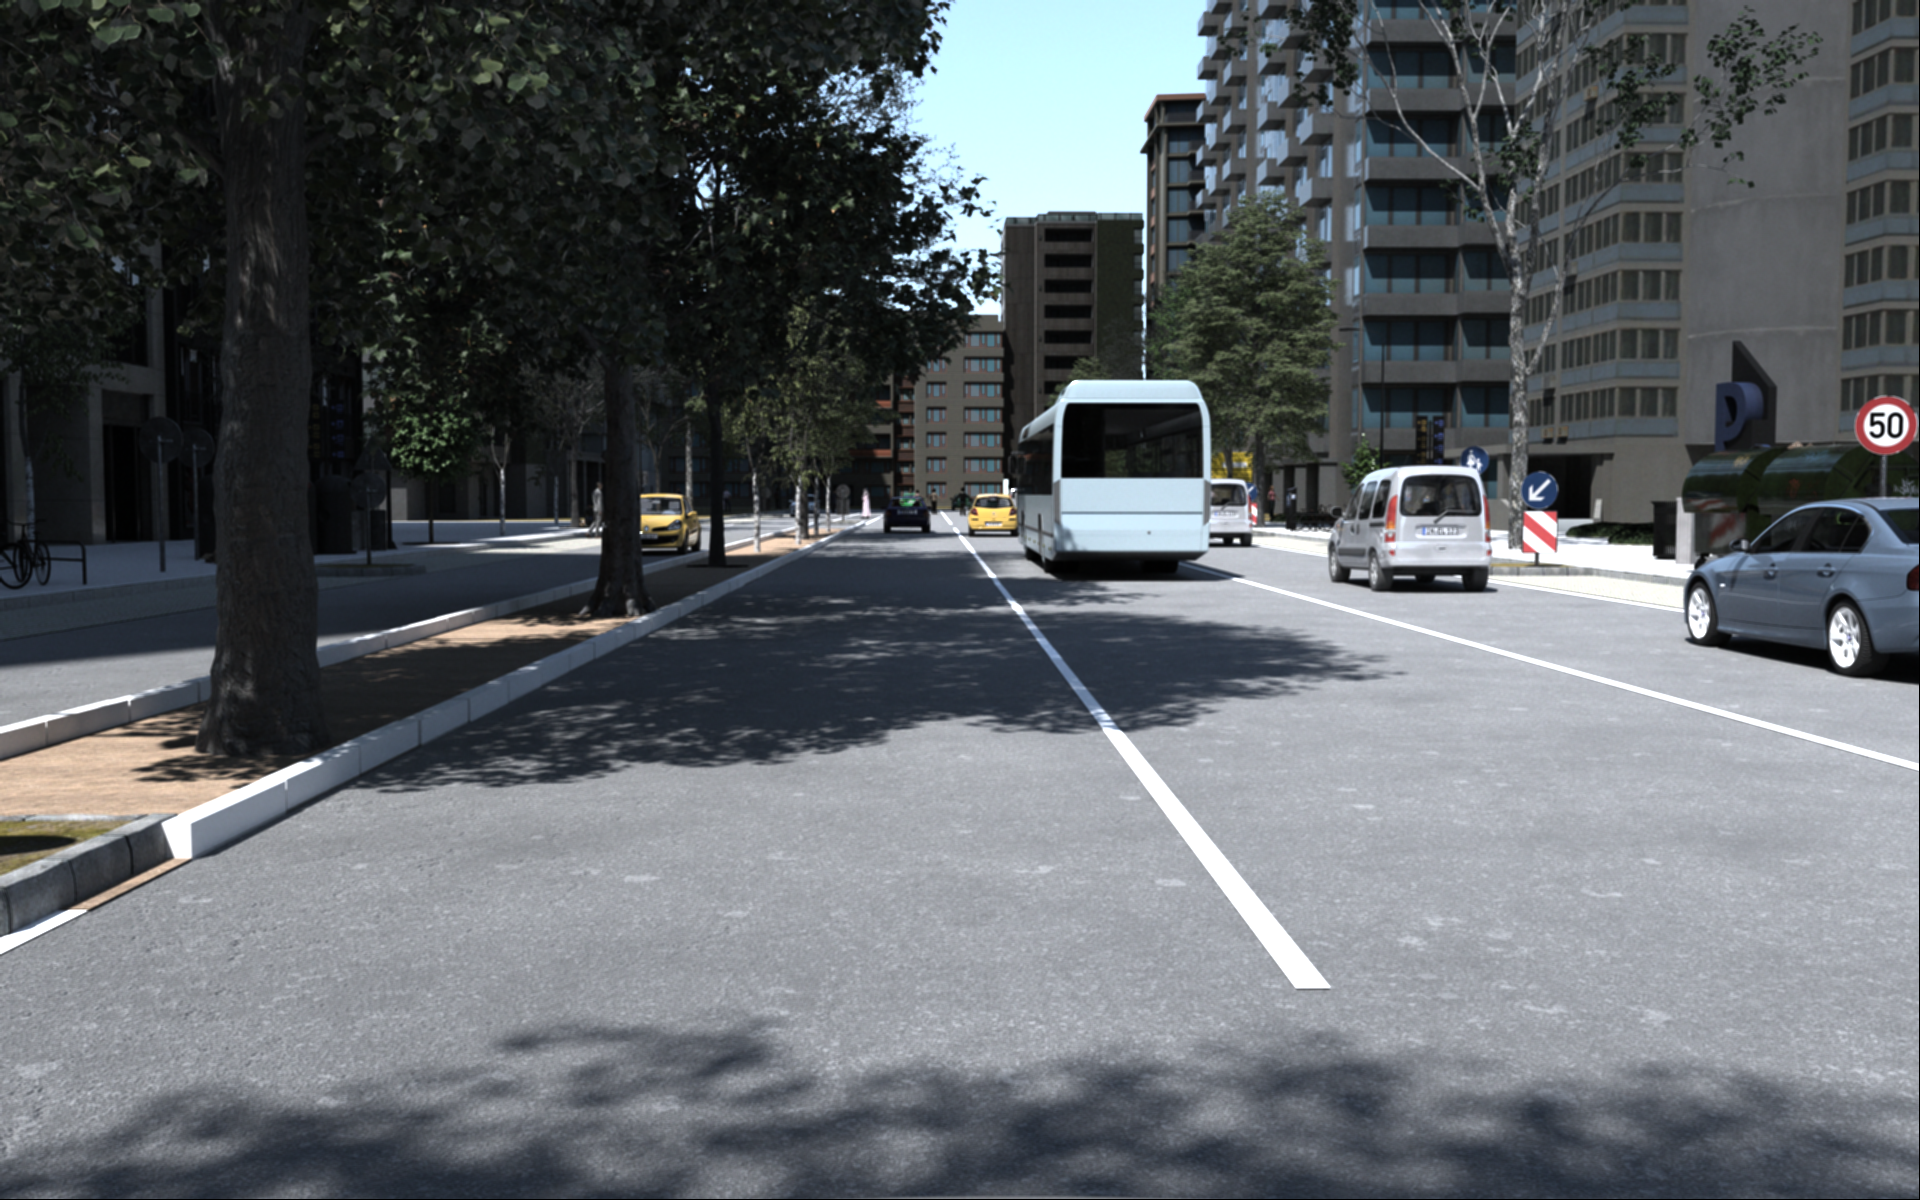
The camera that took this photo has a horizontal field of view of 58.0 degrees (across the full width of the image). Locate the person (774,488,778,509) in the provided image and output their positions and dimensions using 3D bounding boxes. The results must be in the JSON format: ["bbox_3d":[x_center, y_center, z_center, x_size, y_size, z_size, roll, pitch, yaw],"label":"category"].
[{"bbox_3d":[-15.880,-8.802,149.925,0.705,1.831,1.348,-1,4,-15],"label":"person"}]

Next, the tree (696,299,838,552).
[{"bbox_3d":[-4.911,-5.443,41.812,4.737,8.622,4.395,0,3,0],"label":"tree"}]

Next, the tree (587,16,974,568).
[{"bbox_3d":[-4.694,-7.363,33.208,12.009,13.543,11.850,0,3,0],"label":"tree"}]

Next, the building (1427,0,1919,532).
[{"bbox_3d":[34.887,-22.797,64.618,32.217,40.220,23.993,0,4,-1],"label":"building"}]

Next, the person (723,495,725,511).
[{"bbox_3d":[-17.620,-7.414,127.922,0.551,1.740,0.621,2,4,34],"label":"person"}]

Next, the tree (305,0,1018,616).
[{"bbox_3d":[-4.036,-6.174,20.404,9.611,12.733,9.660,0,3,0],"label":"tree"}]

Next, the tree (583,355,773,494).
[{"bbox_3d":[-13.860,-8.914,80.159,8.767,10.594,7.601,0,4,5],"label":"tree"}]

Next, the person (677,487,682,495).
[{"bbox_3d":[-17.360,-6.114,106.932,0.530,1.710,0.541,-1,4,-18],"label":"person"}]

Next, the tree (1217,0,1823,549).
[{"bbox_3d":[12.175,-11.170,38.523,12.611,20.169,13.585,0,3,0],"label":"tree"}]

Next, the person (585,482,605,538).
[{"bbox_3d":[-11.614,-2.873,55.595,0.853,1.813,0.709,-3,5,-41],"label":"person"}]

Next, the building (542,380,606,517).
[{"bbox_3d":[-32.140,-40.712,103.893,20.563,71.187,20.611,0,4,-1],"label":"building"}]

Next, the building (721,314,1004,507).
[{"bbox_3d":[-10.318,-20.917,187.025,28.899,21.520,27.650,0,4,-1],"label":"building"}]

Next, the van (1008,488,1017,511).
[{"bbox_3d":[4.226,-7.270,125.880,2.013,2.044,4.112,0,4,-2],"label":"van"}]

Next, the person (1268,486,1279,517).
[{"bbox_3d":[17.252,-5.416,95.313,0.721,1.743,1.217,3,4,37],"label":"person"}]

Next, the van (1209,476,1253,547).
[{"bbox_3d":[7.038,-2.528,48.345,2.013,2.044,4.112,0,4,-2],"label":"van"}]

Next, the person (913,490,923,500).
[{"bbox_3d":[-3.147,-7.150,126.105,1.217,1.736,0.721,-3,4,-36],"label":"person"}]

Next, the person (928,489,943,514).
[{"bbox_3d":[-1.809,-7.013,123.178,1.348,1.823,0.705,3,4,37],"label":"person"}]

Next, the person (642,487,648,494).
[{"bbox_3d":[-19.967,-6.257,109.078,1.217,1.736,0.721,1,4,21],"label":"person"}]

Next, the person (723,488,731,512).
[{"bbox_3d":[-16.274,-6.971,120.955,0.756,1.711,0.436,2,4,30],"label":"person"}]

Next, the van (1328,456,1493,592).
[{"bbox_3d":[6.885,-1.213,26.836,2.013,2.044,4.112,0,4,-1],"label":"van"}]

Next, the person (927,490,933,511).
[{"bbox_3d":[-2.528,-8.623,150.011,0.750,1.759,0.617,-1,4,-13],"label":"person"}]

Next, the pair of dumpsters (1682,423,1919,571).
[{"bbox_3d":[12.458,-1.422,25.751,1.574,2.255,4.437,0,4,-1],"label":"pair of dumpsters"}]

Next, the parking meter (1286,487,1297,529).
[{"bbox_3d":[12.026,-3.331,62.869,0.372,1.533,0.369,0,3,0],"label":"parking meter"}]

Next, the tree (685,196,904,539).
[{"bbox_3d":[-5.078,-8.200,54.654,7.486,12.596,7.792,0,3,0],"label":"tree"}]

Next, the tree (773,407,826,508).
[{"bbox_3d":[-15.492,-13.715,158.660,7.601,10.594,8.767,-2,4,-30],"label":"tree"}]

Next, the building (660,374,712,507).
[{"bbox_3d":[-39.804,-20.861,186.123,28.899,21.520,27.650,0,4,-1],"label":"building"}]

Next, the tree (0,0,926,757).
[{"bbox_3d":[-3.925,-6.134,9.406,9.857,13.997,8.962,0,3,0],"label":"tree"}]

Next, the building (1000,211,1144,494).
[{"bbox_3d":[11.322,-24.950,179.641,14.107,30.474,14.160,0,4,-1],"label":"building"}]

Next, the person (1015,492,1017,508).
[{"bbox_3d":[2.760,-4.268,78.476,0.583,1.804,0.606,-2,4,-34],"label":"person"}]

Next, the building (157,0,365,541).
[{"bbox_3d":[-27.806,-13.770,54.823,12.332,23.373,15.834,0,4,-1],"label":"building"}]

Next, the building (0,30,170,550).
[{"bbox_3d":[-31.030,-13.774,29.719,19.350,26.468,34.151,0,4,-1],"label":"building"}]

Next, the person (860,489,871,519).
[{"bbox_3d":[-5.489,-5.596,100.662,0.621,1.740,0.551,0,4,2],"label":"person"}]

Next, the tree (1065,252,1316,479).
[{"bbox_3d":[11.537,-9.115,74.780,9.928,11.665,9.643,0,3,0],"label":"tree"}]

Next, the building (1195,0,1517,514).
[{"bbox_3d":[30.486,-31.437,133.596,23.786,49.044,30.456,0,4,-1],"label":"building"}]

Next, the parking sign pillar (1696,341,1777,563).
[{"bbox_3d":[13.539,-2.534,29.895,1.447,3.967,1.447,0,4,-3],"label":"parking sign pillar"}]

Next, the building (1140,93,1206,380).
[{"bbox_3d":[32.709,-32.426,184.785,28.867,44.769,22.147,0,4,-1],"label":"building"}]

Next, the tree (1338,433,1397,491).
[{"bbox_3d":[12.667,-3.672,54.634,1.663,3.219,1.824,0,3,0],"label":"tree"}]

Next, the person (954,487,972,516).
[{"bbox_3d":[0.208,-6.469,113.900,1.348,1.869,0.705,2,4,26],"label":"person"}]

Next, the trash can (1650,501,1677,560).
[{"bbox_3d":[13.943,-1.367,34.011,0.748,1.137,0.748,0,3,0],"label":"trash can"}]

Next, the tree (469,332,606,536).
[{"bbox_3d":[-14.021,-6.302,53.404,4.360,8.622,3.978,0,3,0],"label":"tree"}]

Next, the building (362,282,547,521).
[{"bbox_3d":[-29.744,-19.336,87.851,14.160,30.474,14.107,0,4,-1],"label":"building"}]

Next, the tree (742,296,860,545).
[{"bbox_3d":[-4.580,-5.869,48.771,4.360,8.622,3.978,0,3,0],"label":"tree"}]

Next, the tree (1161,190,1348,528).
[{"bbox_3d":[11.075,-9.004,65.346,7.486,12.596,7.792,0,3,0],"label":"tree"}]

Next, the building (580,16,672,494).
[{"bbox_3d":[-37.396,-33.315,133.936,27.495,52.752,28.713,0,4,-1],"label":"building"}]

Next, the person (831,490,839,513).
[{"bbox_3d":[-9.325,-7.360,129.283,0.568,1.767,0.683,0,4,-4],"label":"person"}]

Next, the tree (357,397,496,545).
[{"bbox_3d":[-13.475,-3.705,44.284,4.285,4.588,4.351,0,3,0],"label":"tree"}]
